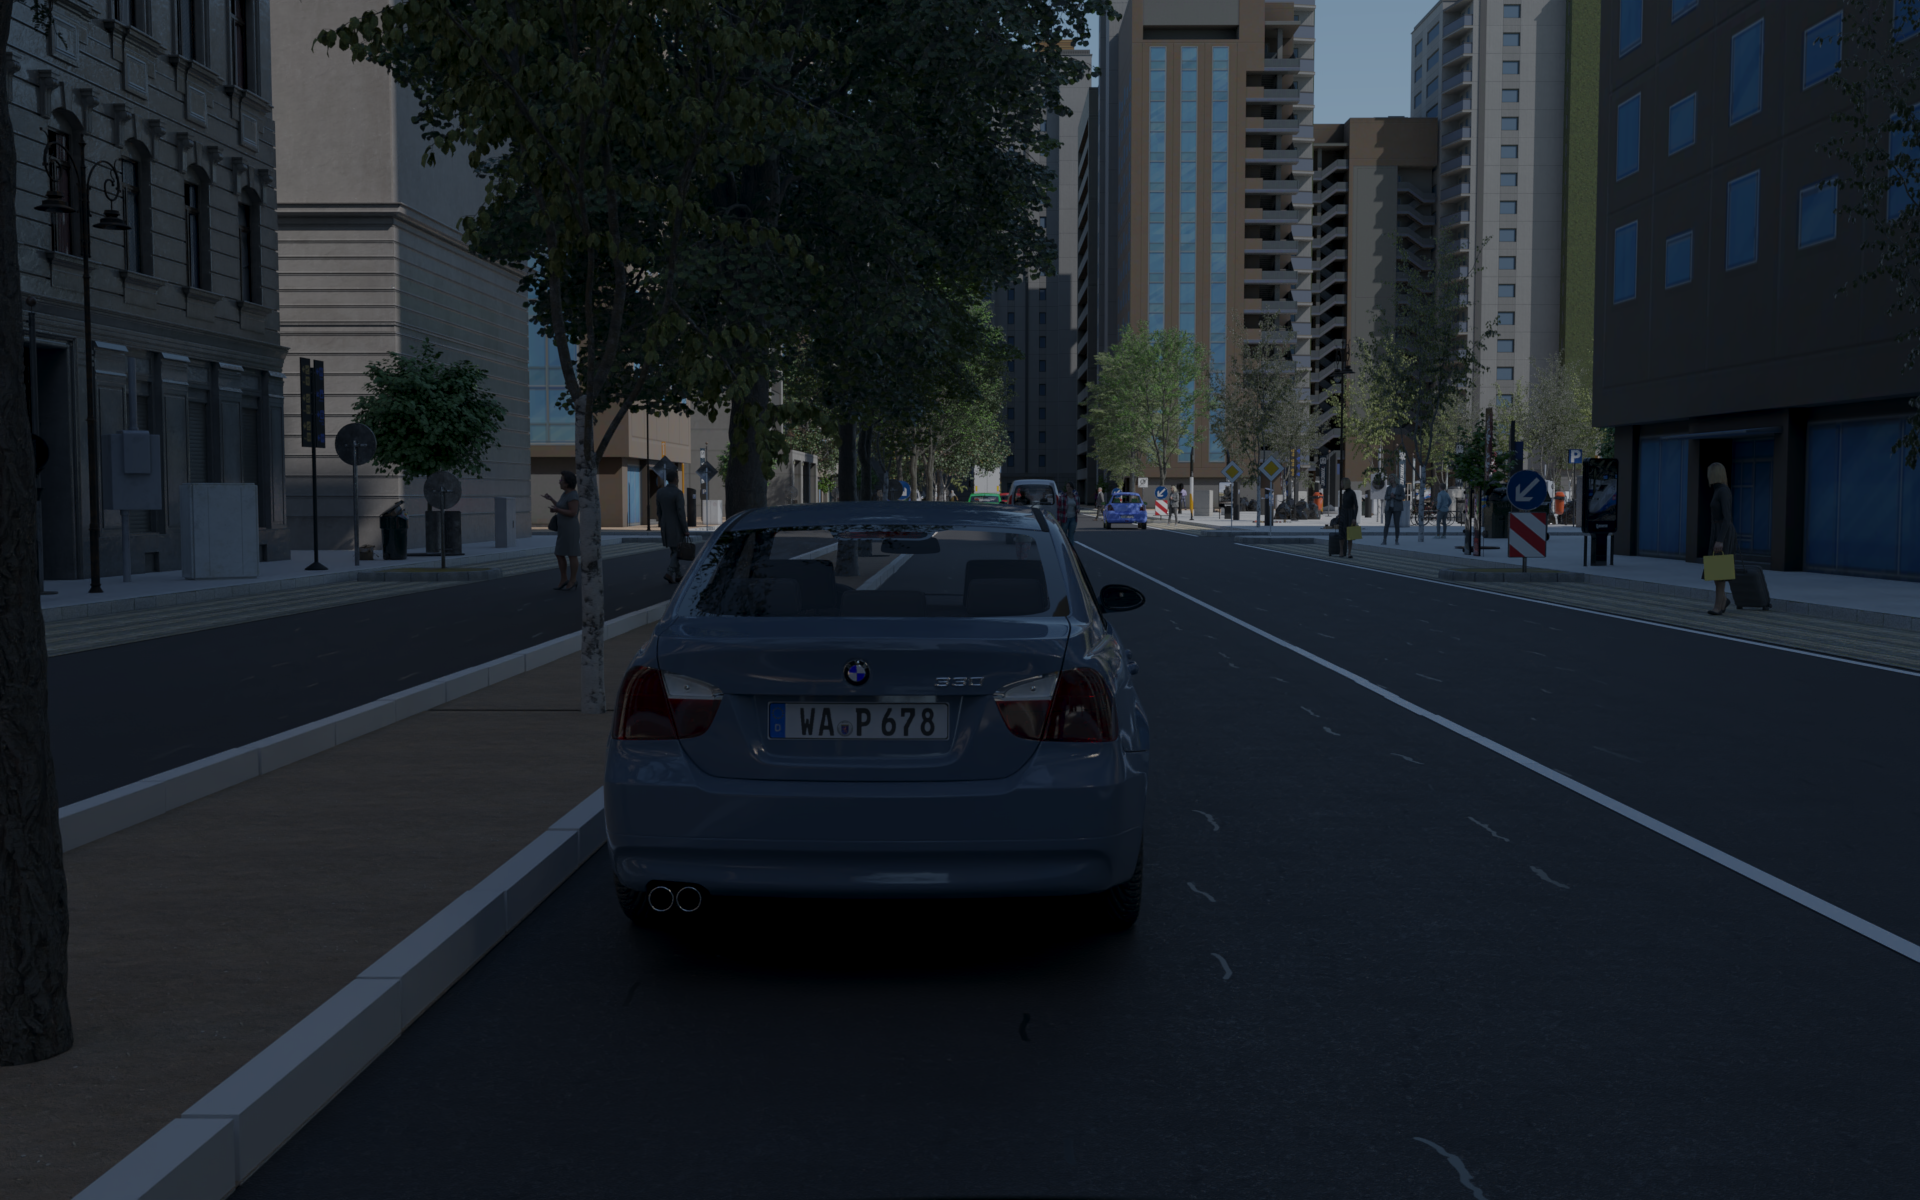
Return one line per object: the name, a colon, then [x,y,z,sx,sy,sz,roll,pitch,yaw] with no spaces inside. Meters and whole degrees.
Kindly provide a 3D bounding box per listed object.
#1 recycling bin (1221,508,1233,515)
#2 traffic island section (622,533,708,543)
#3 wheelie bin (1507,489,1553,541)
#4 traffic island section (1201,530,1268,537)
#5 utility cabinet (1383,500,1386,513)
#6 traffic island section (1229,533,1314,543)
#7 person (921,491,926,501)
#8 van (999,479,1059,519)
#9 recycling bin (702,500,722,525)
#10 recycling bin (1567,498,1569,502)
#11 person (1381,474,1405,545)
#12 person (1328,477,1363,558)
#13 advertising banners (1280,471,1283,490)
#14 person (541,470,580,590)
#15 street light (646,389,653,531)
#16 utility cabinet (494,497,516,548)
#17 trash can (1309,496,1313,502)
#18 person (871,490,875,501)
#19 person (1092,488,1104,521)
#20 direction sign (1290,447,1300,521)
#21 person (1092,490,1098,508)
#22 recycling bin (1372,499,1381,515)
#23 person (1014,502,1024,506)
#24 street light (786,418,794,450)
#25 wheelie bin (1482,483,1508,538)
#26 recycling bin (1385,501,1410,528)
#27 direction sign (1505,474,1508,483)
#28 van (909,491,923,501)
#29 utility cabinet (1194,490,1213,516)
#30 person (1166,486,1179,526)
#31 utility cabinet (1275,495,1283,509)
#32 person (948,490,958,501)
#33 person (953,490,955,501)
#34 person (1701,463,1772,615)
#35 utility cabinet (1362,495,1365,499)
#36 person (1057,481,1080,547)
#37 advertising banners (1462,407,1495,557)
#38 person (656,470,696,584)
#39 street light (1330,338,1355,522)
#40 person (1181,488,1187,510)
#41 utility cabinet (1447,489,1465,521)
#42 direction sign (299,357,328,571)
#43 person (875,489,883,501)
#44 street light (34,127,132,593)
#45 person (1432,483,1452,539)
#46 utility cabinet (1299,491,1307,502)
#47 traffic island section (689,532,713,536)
recycling bin: [16.211,-5.628,104.576,0.722,1.027,0.722,-1,4,-12]
traffic island section: [-8.893,-1.823,52.093,2.009,0.180,2.903,0,4,1]
wheelie bin: [15.788,-2.434,47.708,0.980,1.594,0.693,-1,4,-13]
traffic island section: [9.433,-2.300,59.878,2.009,0.180,2.903,0,4,1]
utility cabinet: [27.758,-6.450,114.136,1.173,1.500,0.318,2,4,34]
traffic island section: [9.347,-1.811,51.893,2.009,0.180,2.903,0,4,1]
person: [-3.757,-10.497,180.863,1.217,1.736,0.721,2,4,25]
van: [2.154,-2.697,51.102,2.013,2.044,4.112,0,4,1]
recycling bin: [-10.346,-3.656,72.337,0.722,1.027,0.722,0,4,3]
recycling bin: [35.213,-5.289,99.024,0.722,1.027,0.722,-1,4,-9]
person: [10.982,-2.300,43.838,0.537,1.800,0.526,3,4,39]
person: [8.673,-1.849,38.950,0.699,1.804,1.509,1,4,10]
advertising banners: [22.020,-7.428,117.628,0.090,3.025,2.074,0,4,-4]
person: [-5.957,-1.037,25.817,0.532,1.782,0.716,-2,4,-30]
street light: [-10.886,-5.358,60.392,0.468,5.910,1.993,0,4,1]
utility cabinet: [-10.949,-1.871,41.750,0.306,1.237,1.020,0,4,-2]
trash can: [25.359,-6.884,124.207,0.748,1.137,0.748,0,3,0]
person: [-9.806,-11.392,193.039,0.721,1.736,1.217,2,4,33]
person: [7.400,-5.090,92.116,0.834,1.777,0.661,-1,4,-12]
direction sign: [16.025,-5.557,82.856,0.379,3.537,0.876,3,5,41]
person: [12.593,-9.369,159.915,1.217,1.739,0.721,-1,4,-11]
recycling bin: [25.068,-5.633,104.653,0.722,1.027,0.722,-1,4,-22]
person: [0.969,-0.876,27.108,0.425,1.301,0.394,2,4,25]
street light: [-10.273,-8.104,105.289,0.468,5.910,1.993,0,4,1]
wheelie bin: [15.591,-2.583,50.146,0.980,1.594,0.693,-1,4,-12]
recycling bin: [16.861,-3.312,66.707,0.722,1.027,0.722,3,5,41]
direction sign: [39.469,-8.106,124.529,0.379,3.537,0.876,-3,5,-39]
van: [-3.799,-7.655,132.175,2.013,2.044,4.112,0,4,0]
utility cabinet: [13.923,-5.523,98.985,0.318,1.500,1.173,-3,5,-40]
person: [9.492,-4.188,77.156,0.526,1.800,0.537,-3,4,-37]
utility cabinet: [24.827,-7.478,133.427,1.020,1.237,0.306,-1,4,-16]
person: [-0.684,-8.087,141.455,1.217,1.736,0.721,2,4,31]
person: [-0.673,-8.992,156.069,0.434,1.755,0.990,-1,4,-12]
person: [9.280,-0.734,20.717,1.509,1.804,0.699,-2,4,-35]
utility cabinet: [26.486,-6.349,114.969,1.020,1.237,0.306,0,4,4]
person: [2.424,-1.804,38.840,0.563,1.720,0.643,-1,4,-17]
advertising banners: [10.698,-2.421,35.779,0.090,3.025,2.074,0,4,3]
person: [-4.575,-1.181,27.913,0.694,1.812,0.767,3,4,36]
street light: [11.324,-4.808,51.394,0.468,5.910,1.993,0,4,1]
person: [17.564,-7.994,136.621,0.709,1.838,0.599,0,4,-4]
utility cabinet: [23.888,-4.539,82.895,1.173,1.500,0.318,-2,4,-26]
direction sign: [-10.865,-2.271,29.135,0.379,3.537,0.876,0,4,3]
person: [-9.412,-11.780,198.643,1.348,1.824,0.705,-3,5,-44]
street light: [-11.236,-3.031,22.343,0.468,5.910,1.993,0,4,1]
person: [13.953,-2.583,50.085,0.589,1.601,0.330,-2,4,-25]
utility cabinet: [26.413,-7.676,134.179,1.173,1.500,0.318,-3,5,-44]
traffic island section: [-8.807,-2.312,60.078,2.009,0.180,2.903,0,4,1]
